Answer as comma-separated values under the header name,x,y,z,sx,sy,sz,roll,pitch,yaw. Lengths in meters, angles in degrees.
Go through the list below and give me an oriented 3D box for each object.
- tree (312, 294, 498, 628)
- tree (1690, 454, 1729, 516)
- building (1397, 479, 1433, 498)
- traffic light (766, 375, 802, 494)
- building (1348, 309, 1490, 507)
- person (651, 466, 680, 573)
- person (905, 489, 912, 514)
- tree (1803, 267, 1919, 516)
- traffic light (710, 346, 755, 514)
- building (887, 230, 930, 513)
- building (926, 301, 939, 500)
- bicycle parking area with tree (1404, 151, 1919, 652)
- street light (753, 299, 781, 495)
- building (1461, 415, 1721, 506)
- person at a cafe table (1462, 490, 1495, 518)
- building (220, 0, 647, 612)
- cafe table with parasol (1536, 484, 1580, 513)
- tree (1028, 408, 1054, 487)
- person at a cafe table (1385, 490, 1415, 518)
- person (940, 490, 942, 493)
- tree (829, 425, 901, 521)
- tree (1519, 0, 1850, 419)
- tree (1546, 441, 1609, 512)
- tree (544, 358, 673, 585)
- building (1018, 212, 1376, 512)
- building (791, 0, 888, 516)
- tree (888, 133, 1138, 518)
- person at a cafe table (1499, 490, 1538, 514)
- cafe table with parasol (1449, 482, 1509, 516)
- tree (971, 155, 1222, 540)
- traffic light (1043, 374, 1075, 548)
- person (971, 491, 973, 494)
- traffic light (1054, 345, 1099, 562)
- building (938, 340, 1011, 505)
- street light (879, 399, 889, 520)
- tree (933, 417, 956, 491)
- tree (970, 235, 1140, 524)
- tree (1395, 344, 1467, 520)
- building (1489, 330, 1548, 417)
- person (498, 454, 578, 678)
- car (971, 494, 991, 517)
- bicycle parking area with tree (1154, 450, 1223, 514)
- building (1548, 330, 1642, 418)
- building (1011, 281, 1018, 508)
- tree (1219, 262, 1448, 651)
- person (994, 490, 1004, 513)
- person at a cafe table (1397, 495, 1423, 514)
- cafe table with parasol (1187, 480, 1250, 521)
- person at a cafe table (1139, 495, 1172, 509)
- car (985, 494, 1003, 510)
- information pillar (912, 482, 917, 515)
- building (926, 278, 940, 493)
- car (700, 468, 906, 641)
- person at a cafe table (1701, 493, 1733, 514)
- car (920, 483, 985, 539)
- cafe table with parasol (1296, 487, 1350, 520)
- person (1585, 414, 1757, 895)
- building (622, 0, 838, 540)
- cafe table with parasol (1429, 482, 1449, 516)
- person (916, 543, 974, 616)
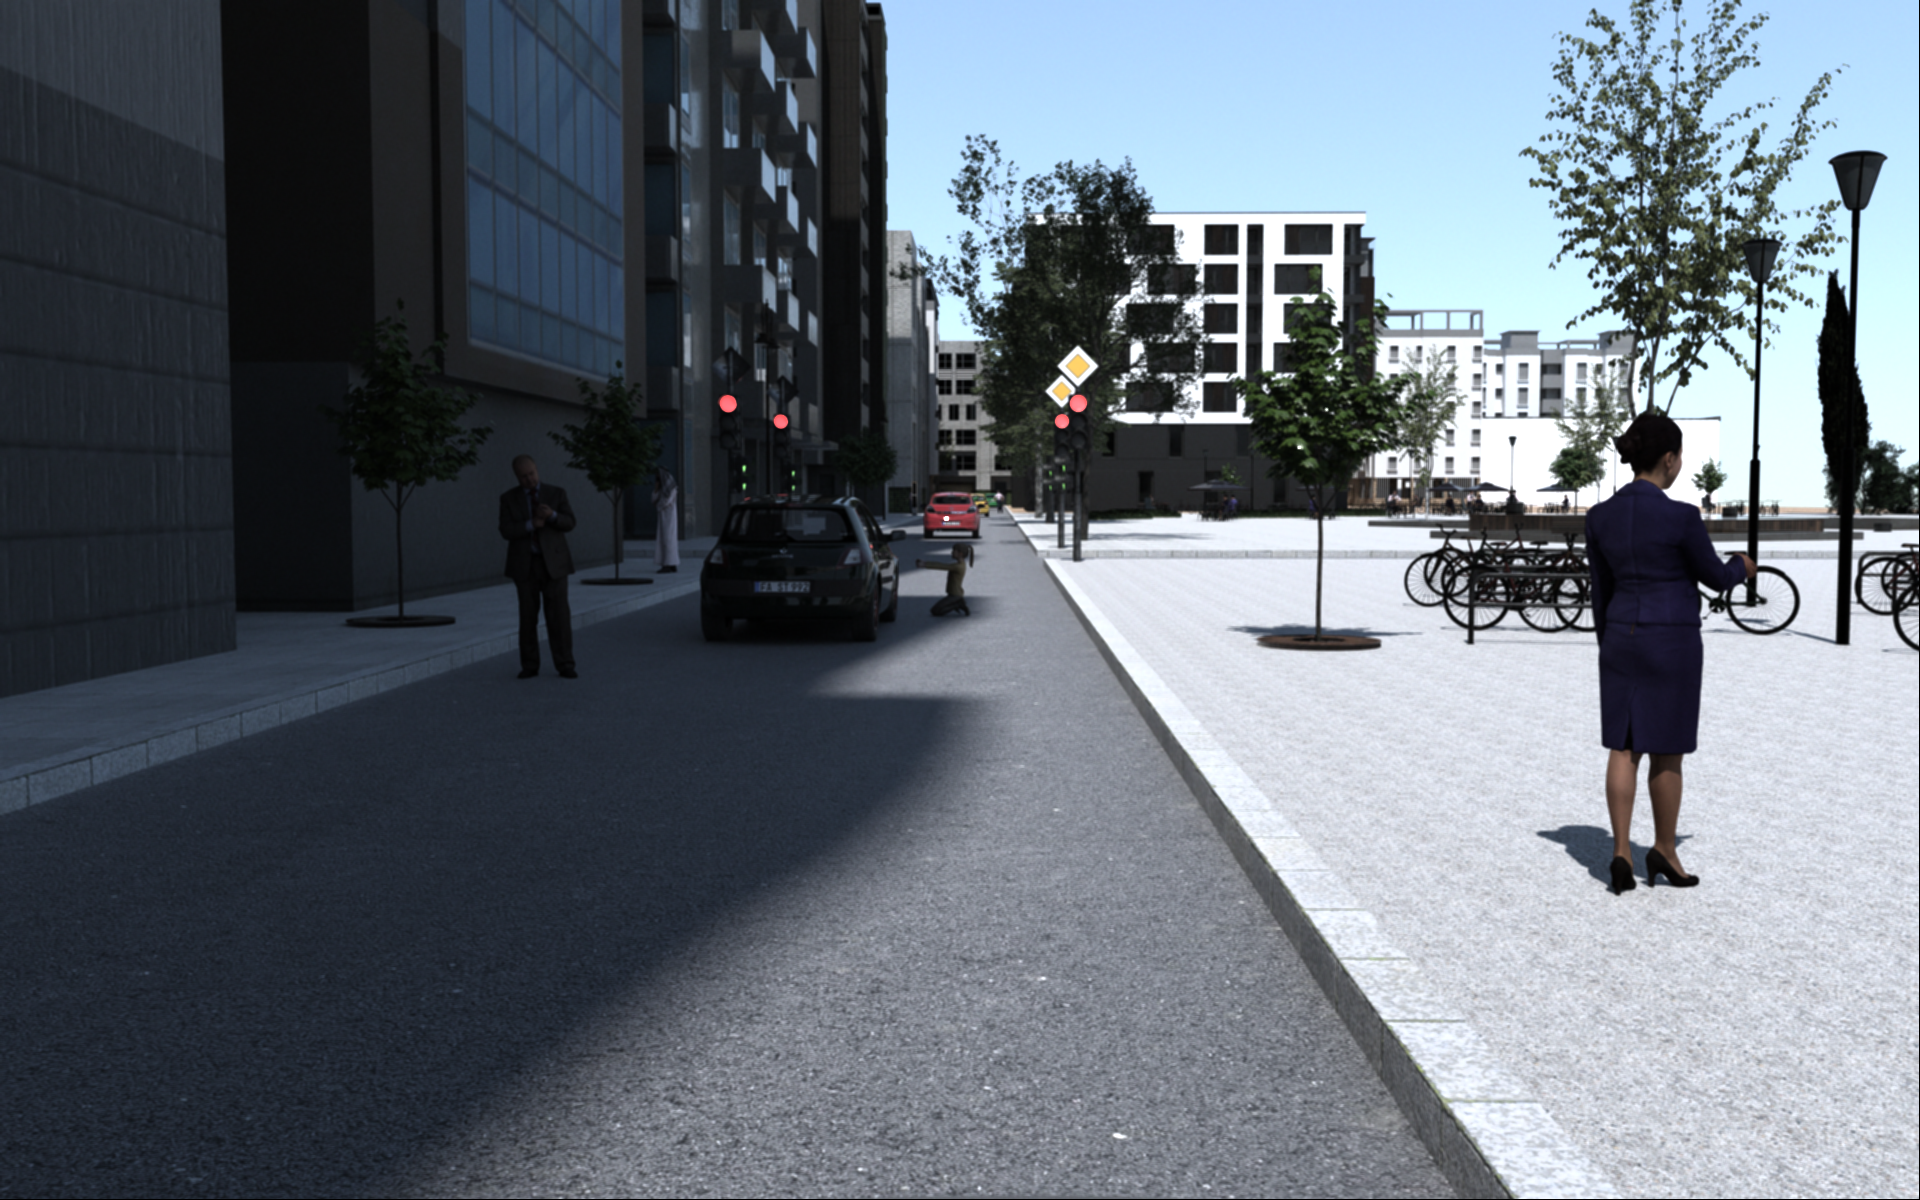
name,x,y,z,sx,sy,sz,roll,pitch,yaw
tree,-5.465,-1.362,16.875,1.663,3.219,1.824,0,3,0
tree,36.317,-5.478,84.161,1.663,3.219,1.824,0,3,0
building,41.519,-16.004,203.814,28.070,9.664,9.099,0,4,1
traffic light,-4.170,-3.179,40.891,0.839,4.253,0.868,0,4,1
building,47.792,-20.028,183.878,11.380,20.091,16.016,0,4,1
person,-4.828,-1.319,28.277,0.551,1.740,0.621,3,4,39
person,-3.120,-6.289,110.831,0.435,1.587,0.963,2,4,27
tree,57.044,-12.431,105.073,13.155,14.587,18.604,1,4,8
traffic light,-4.336,-2.690,32.908,0.839,4.253,0.868,0,4,1
building,-11.305,-16.252,132.181,16.747,18.905,31.486,0,4,1
building,-9.876,-18.184,153.729,16.016,20.091,11.380,0,4,1
bicycle parking area with tree,8.415,-1.838,17.061,9.016,4.147,8.231,2,4,30
street light,-4.567,-4.181,41.143,0.468,5.910,1.993,0,4,1
building,67.580,-14.979,187.045,28.070,9.664,9.099,0,4,1
person at a cafe table,28.149,-5.243,94.232,1.622,1.524,1.698,2,4,28
building,-13.142,-22.909,24.666,14.200,45.320,14.600,0,4,1
cafe table with parasol,37.642,-6.374,109.080,2.610,1.966,2.610,3,5,41
tree,5.572,-10.532,122.568,4.737,8.622,4.395,0,3,0
person at a cafe table,23.350,-5.125,92.306,1.698,1.524,1.622,-2,4,-25
person,-1.827,-10.036,171.065,0.436,1.711,0.756,-1,4,-15
tree,-4.474,-5.997,81.764,4.285,4.588,4.351,0,3,0
tree,9.953,-4.527,24.377,4.737,8.622,4.395,0,3,0
tree,36.070,-7.205,101.512,4.285,4.588,4.351,0,3,0
tree,-4.840,-1.841,24.697,1.663,3.219,1.824,0,3,0
building,19.159,-18.231,142.052,27.936,21.610,32.646,0,4,1
building,-11.502,-19.919,97.370,14.160,30.474,14.107,0,4,1
tree,3.059,-14.454,92.211,12.611,20.169,13.585,0,3,0
person at a cafe table,30.218,-5.228,93.992,1.698,1.524,1.622,3,5,41
cafe table with parasol,29.582,-5.664,97.474,2.610,1.966,2.610,-3,5,-40
tree,3.723,-6.923,47.595,7.601,10.594,8.767,1,4,16
traffic light,2.370,-3.171,40.772,0.839,4.253,0.868,0,4,1
person,0.961,-8.641,150.493,0.721,1.736,1.217,0,4,-4
traffic light,2.205,-2.683,32.789,0.839,4.253,0.868,0,4,1
building,11.000,-20.863,207.571,31.486,18.905,16.747,0,4,1
street light,-3.719,-6.842,84.662,0.468,5.910,1.993,0,4,1
tree,-2.504,-12.946,162.028,4.737,8.622,4.395,0,3,0
tree,4.224,-9.586,74.854,7.486,12.596,7.792,0,3,0
tree,22.526,-8.185,84.181,4.737,8.622,4.395,0,3,0
building,61.309,-21.407,206.428,11.380,20.091,16.016,0,4,1
person,-3.270,-0.262,13.475,0.565,1.739,0.600,-3,4,-37
car,0.971,-6.105,110.044,2.015,1.641,3.980,0,4,-1
bicycle parking area with tree,16.870,-7.513,109.848,9.016,4.147,8.231,-1,4,-12
building,72.777,-21.403,206.357,11.380,20.091,16.016,0,4,1
building,19.100,-20.259,175.209,27.936,21.610,32.646,0,4,1
tree,2.963,-1.229,14.694,1.663,3.219,1.824,0,3,0
person,2.933,-7.405,130.513,0.756,1.711,0.436,0,4,3
person at a cafe table,29.797,-6.357,114.798,1.726,1.238,1.698,-1,4,-9
cafe table with parasol,12.054,-4.705,81.789,2.610,1.966,2.610,2,4,29
person at a cafe table,11.468,-5.623,102.804,1.698,1.238,1.726,2,4,28
car,2.956,-9.107,157.694,1.959,1.807,4.718,0,4,0
information pillar,-2.748,-6.138,104.846,0.304,2.012,0.304,0,4,4
building,-18.717,-20.454,178.391,32.646,21.610,27.936,0,4,1
car,-1.606,-0.519,18.276,2.009,1.686,4.222,0,4,2
person at a cafe table,48.321,-6.273,111.083,1.622,1.524,1.698,-1,4,-23
car,-0.256,-2.924,56.856,2.155,1.783,4.494,0,4,1
cafe table with parasol,18.131,-4.999,86.606,2.610,1.966,2.610,2,4,30
person,2.301,0.168,5.660,0.453,1.535,0.546,2,4,35
building,-16.887,-26.894,59.333,23.786,49.044,30.456,0,4,1
cafe table with parasol,28.587,-5.912,101.528,2.610,1.966,2.610,0,3,0
person,-0.185,-0.244,20.417,0.695,0.859,0.347,0,4,2
